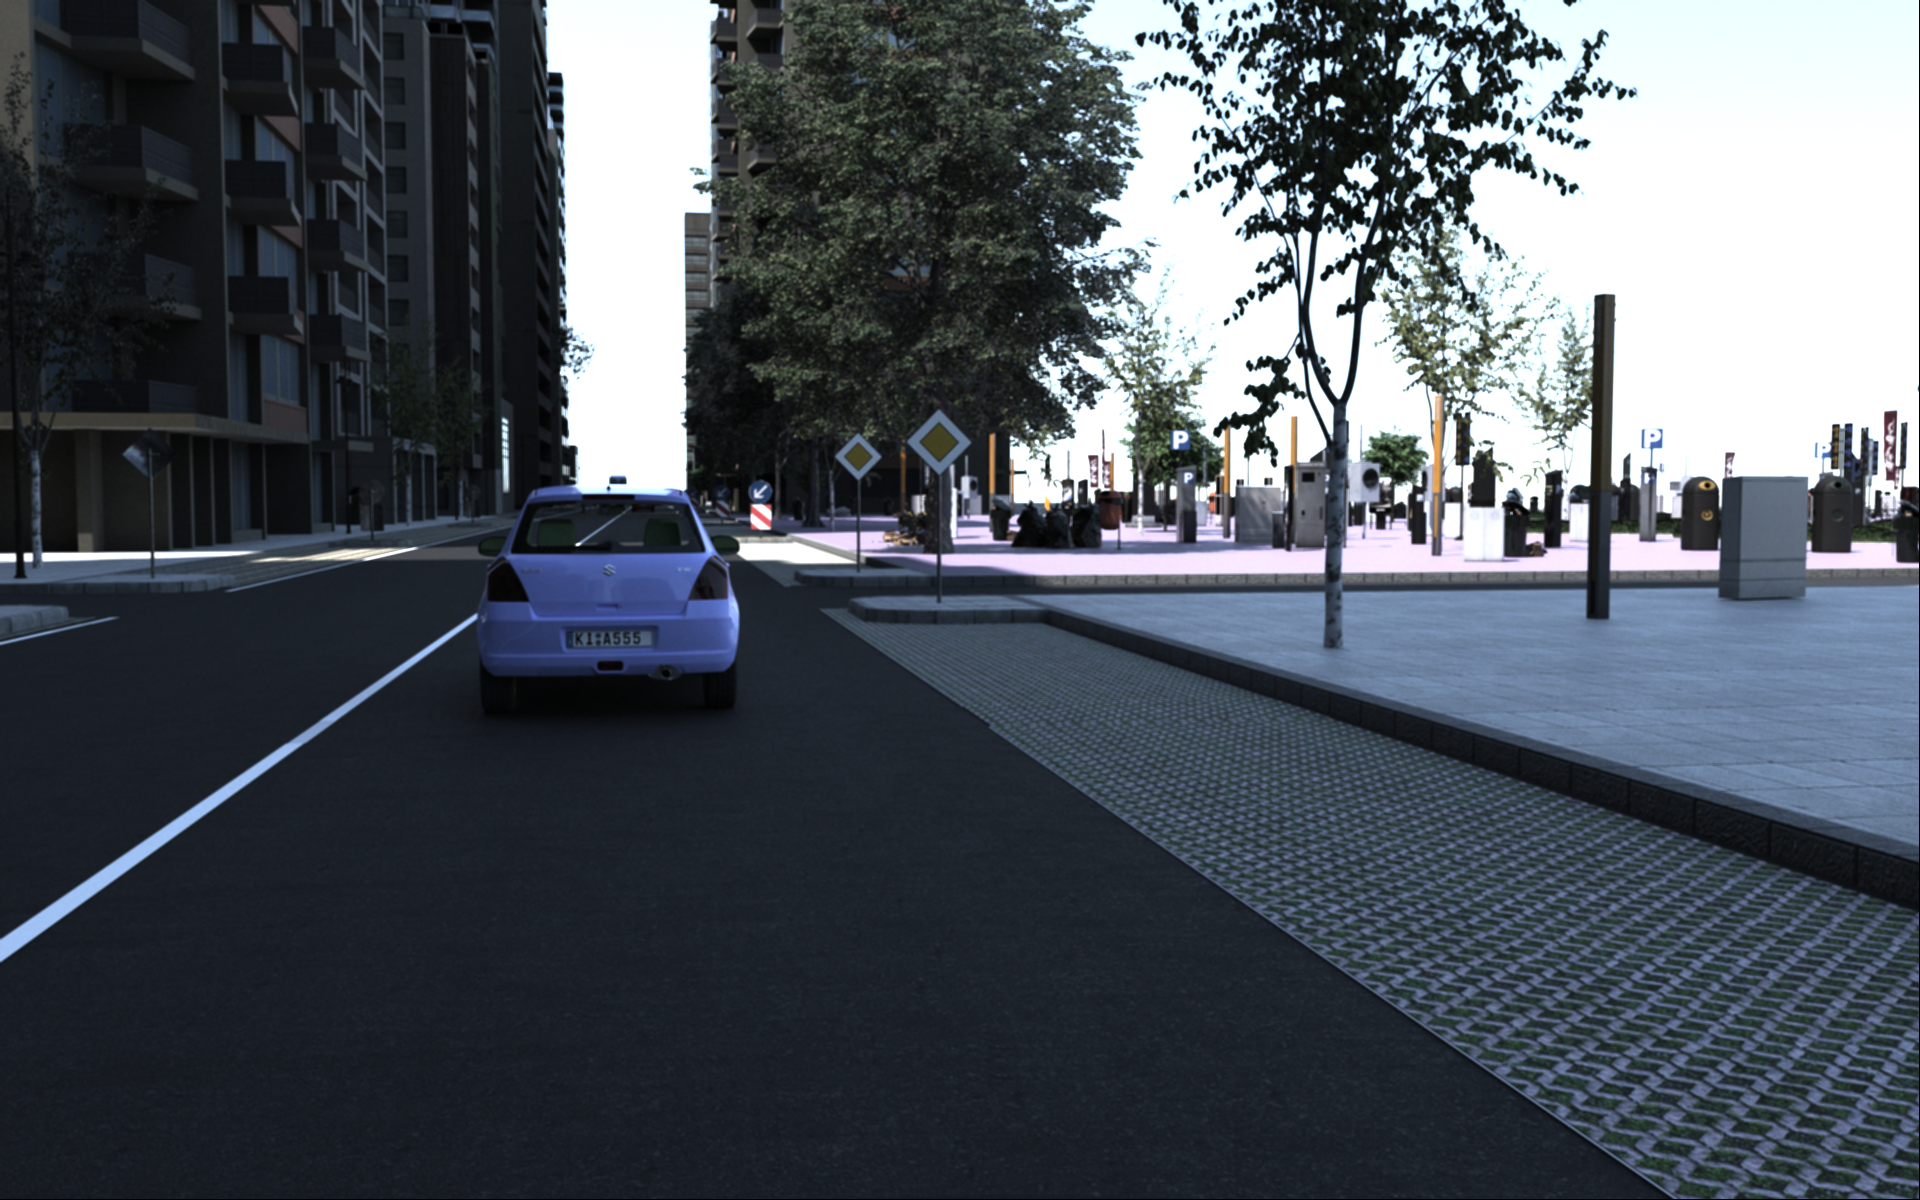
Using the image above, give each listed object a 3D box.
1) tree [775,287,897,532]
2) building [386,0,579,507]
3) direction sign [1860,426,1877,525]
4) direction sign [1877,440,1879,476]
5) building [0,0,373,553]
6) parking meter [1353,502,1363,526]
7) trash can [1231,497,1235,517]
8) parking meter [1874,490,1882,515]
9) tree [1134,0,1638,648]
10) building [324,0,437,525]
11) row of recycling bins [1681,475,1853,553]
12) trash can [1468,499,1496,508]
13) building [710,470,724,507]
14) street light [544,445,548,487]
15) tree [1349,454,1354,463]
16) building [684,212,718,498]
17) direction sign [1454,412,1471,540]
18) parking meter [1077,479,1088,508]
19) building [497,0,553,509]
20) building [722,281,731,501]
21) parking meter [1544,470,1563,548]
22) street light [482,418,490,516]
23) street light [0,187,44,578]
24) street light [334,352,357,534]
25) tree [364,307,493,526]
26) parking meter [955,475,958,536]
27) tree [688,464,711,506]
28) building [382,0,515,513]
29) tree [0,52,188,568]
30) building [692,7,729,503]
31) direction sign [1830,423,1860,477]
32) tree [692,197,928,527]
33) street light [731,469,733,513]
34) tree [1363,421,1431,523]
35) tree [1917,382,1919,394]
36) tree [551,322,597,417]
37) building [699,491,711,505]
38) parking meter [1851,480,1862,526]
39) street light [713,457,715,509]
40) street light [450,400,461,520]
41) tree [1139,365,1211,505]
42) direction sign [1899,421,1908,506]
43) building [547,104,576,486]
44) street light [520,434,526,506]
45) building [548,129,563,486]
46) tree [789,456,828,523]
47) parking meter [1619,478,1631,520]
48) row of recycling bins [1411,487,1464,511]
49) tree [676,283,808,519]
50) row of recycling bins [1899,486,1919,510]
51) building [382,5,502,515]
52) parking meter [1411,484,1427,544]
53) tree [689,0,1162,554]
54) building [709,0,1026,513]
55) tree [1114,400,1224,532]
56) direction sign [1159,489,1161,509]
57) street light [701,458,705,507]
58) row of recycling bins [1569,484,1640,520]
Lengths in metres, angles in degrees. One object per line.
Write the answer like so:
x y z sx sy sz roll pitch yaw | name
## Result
-4.243 -6.580 57.943 4.360 8.622 3.978 0 3 0 | tree
-63.928 -56.554 237.322 22.319 86.520 31.000 -1 4 -10 | building
30.458 -4.061 58.396 0.379 3.537 0.876 1 4 13 | direction sign
38.637 -4.988 73.550 0.379 3.537 0.876 -1 4 -14 | direction sign
-29.398 -24.066 48.100 22.147 44.769 28.867 -1 4 -10 | building
16.169 -3.786 70.308 0.372 1.533 0.369 0 3 0 | parking meter
15.023 -5.191 96.522 0.748 1.137 0.748 0 3 0 | trash can
51.443 -5.420 97.030 0.372 1.533 0.369 0 3 0 | parking meter
3.296 -3.919 14.432 4.737 8.622 4.395 0 3 0 | tree
-35.742 -39.211 79.358 20.563 71.187 20.611 -1 4 -10 | building
18.017 -1.937 38.782 3.534 1.692 1.069 2 4 33 | row of recycling bins
13.813 -2.092 45.854 0.748 1.137 0.748 0 3 0 | trash can
-13.704 -44.604 167.519 20.563 71.187 20.611 -1 4 -10 | building
-38.389 -11.499 160.797 0.468 5.910 1.993 -1 4 -10 | street light
18.505 -5.384 82.636 1.663 3.219 1.824 0 3 0 | tree
-33.171 -34.859 253.535 14.154 41.232 14.086 -1 4 -10 | building
13.909 -3.423 47.959 0.379 3.537 0.876 -1 4 -9 | direction sign
4.743 -3.745 66.935 0.255 1.863 0.399 -3 5 -41 | parking meter
-47.917 -32.407 153.554 21.300 48.544 21.600 -1 4 -10 | building
-13.685 -23.199 150.997 14.160 30.474 14.107 -1 4 -10 | building
14.226 -2.192 41.548 0.399 1.863 0.255 -3 4 -37 | parking meter
-27.770 -7.872 101.496 0.468 5.910 1.993 -1 4 -10 | street light
-14.325 -3.269 26.231 0.468 5.910 1.993 -1 4 -10 | street light
-19.796 -5.084 55.909 0.468 5.910 1.993 -1 4 -10 | street light
-21.936 -7.270 69.227 4.737 8.622 4.395 0 3 0 | tree
-0.285 -2.862 52.508 0.399 1.863 0.255 3 5 40 | parking meter
-27.991 -12.553 188.947 4.285 4.588 4.351 0 3 0 | tree
-44.269 -49.768 126.379 22.319 86.520 31.000 -1 4 -10 | building
-15.878 -4.872 30.016 4.360 8.622 3.978 0 3 0 | tree
-24.340 -56.159 230.870 22.319 86.520 31.000 -1 4 -10 | building
28.176 -3.878 55.408 0.379 3.537 0.876 -1 4 -16 | direction sign
-5.597 -9.176 67.039 9.611 12.733 9.660 0 3 0 | tree
-15.450 -8.830 117.164 0.468 5.910 1.993 -1 4 -10 | street light
19.569 -5.776 78.145 4.285 4.588 4.351 0 3 0 | tree
5.055 -3.414 6.180 4.737 8.622 4.395 0 3 0 | tree
-43.445 -19.455 173.983 12.611 20.169 13.585 0 3 0 | tree
-14.795 -31.447 206.042 32.217 40.220 23.993 -1 4 -10 | building
36.222 -3.933 70.023 0.399 1.863 0.255 0 4 7 | parking meter
-20.986 -10.697 147.679 0.468 5.910 1.993 -1 4 -10 | street light
-24.875 -6.889 85.426 0.468 5.910 1.993 -1 4 -10 | street light
11.679 -8.987 97.305 4.360 8.622 3.978 0 3 0 | tree
29.581 -3.814 54.357 0.379 3.537 0.876 1 4 17 | direction sign
-58.979 -35.999 208.192 23.786 49.044 30.456 -1 4 -10 | building
-33.105 -9.685 131.135 0.468 5.910 1.993 -1 4 -10 | street light
-50.760 -30.809 187.316 14.154 41.232 14.086 -1 4 -10 | building
-6.600 -5.063 77.383 1.663 3.219 1.824 0 3 0 | tree
24.373 -3.534 63.495 0.255 1.863 0.399 -1 4 -11 | parking meter
26.226 -5.402 95.443 3.534 1.692 1.069 -2 4 -27 | row of recycling bins
-9.164 -10.848 87.742 12.009 13.543 11.850 0 3 0 | tree
50.069 -5.147 91.264 1.069 1.692 3.534 2 4 24 | row of recycling bins
-36.086 -20.452 106.099 14.160 30.474 14.107 -1 4 -10 | building
11.724 -2.190 44.220 0.372 1.533 0.369 0 3 0 | parking meter
-0.563 -7.971 36.974 9.857 13.997 8.962 0 3 0 | tree
-7.299 -29.070 129.913 22.147 44.769 28.867 -1 4 -10 | building
6.917 -4.596 58.865 4.285 4.588 4.351 0 3 0 | tree
8.481 -4.981 73.443 0.876 3.537 0.379 0 4 -2 | direction sign
-26.258 -12.509 177.310 0.468 5.910 1.993 -1 4 -10 | street light
26.199 -3.876 70.488 1.069 1.692 3.534 -2 4 -25 | row of recycling bins
